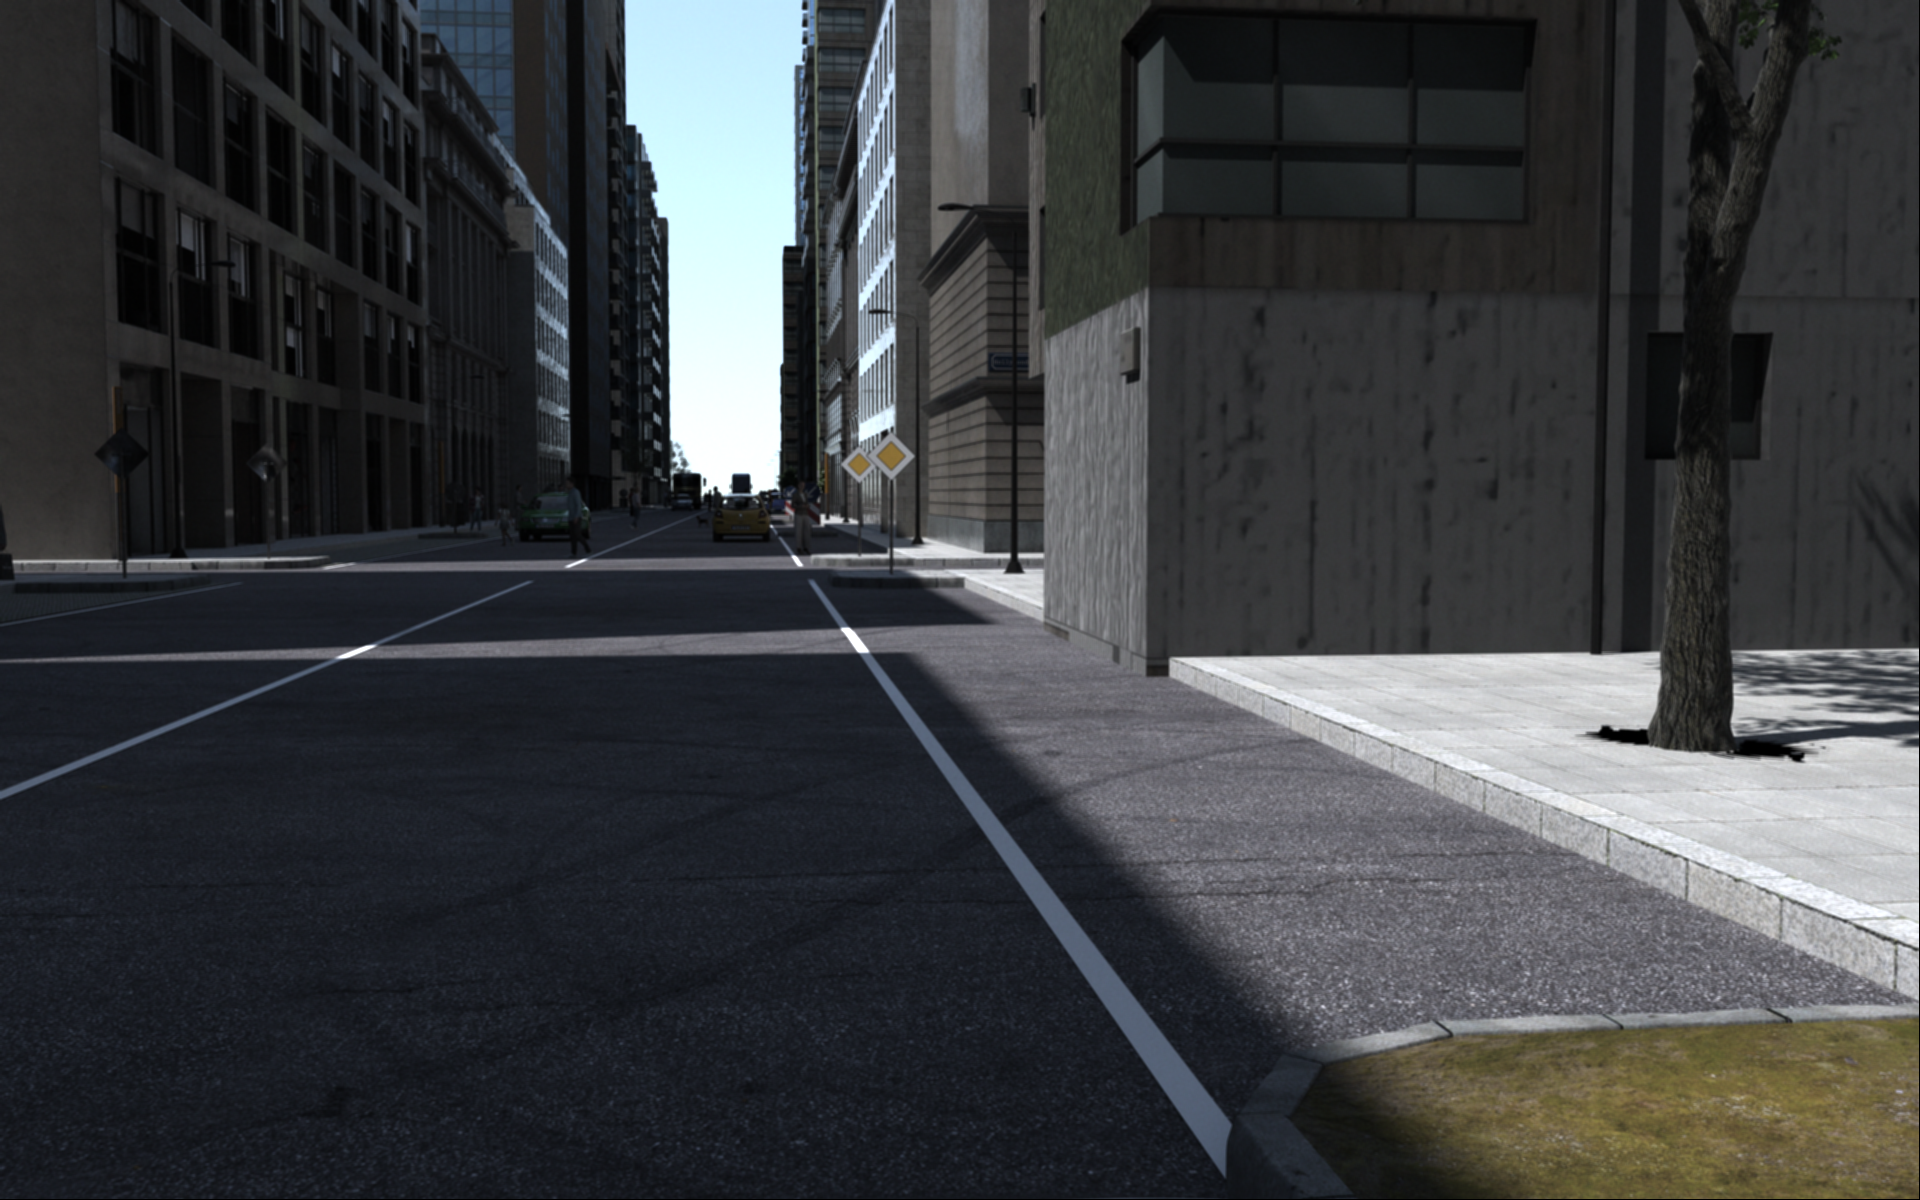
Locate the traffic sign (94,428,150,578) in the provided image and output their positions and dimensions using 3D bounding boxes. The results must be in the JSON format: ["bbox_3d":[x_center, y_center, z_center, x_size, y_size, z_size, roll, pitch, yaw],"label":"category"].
[{"bbox_3d":[-12.711,-1.386,26.304,0.795,2.450,0.064,0,4,-7],"label":"traffic sign"}]

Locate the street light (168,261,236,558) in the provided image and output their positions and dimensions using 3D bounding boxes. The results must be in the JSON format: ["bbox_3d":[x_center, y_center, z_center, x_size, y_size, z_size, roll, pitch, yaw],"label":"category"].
[{"bbox_3d":[-15.106,-3.792,34.547,1.470,5.913,1.316,0,4,-7],"label":"street light"}]

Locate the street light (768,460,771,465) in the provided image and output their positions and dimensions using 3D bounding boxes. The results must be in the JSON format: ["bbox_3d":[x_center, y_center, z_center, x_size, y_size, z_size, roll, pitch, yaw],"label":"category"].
[{"bbox_3d":[-25.074,-16.092,235.651,1.470,5.913,1.316,0,4,-7],"label":"street light"}]

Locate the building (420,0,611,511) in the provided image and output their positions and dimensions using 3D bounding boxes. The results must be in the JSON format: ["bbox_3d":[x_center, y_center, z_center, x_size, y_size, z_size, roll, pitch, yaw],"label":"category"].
[{"bbox_3d":[-36.855,-30.213,144.088,14.600,45.320,14.200,0,4,-7],"label":"building"}]

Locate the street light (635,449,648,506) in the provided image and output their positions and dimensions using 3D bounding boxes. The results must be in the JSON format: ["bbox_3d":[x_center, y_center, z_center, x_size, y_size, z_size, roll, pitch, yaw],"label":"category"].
[{"bbox_3d":[-32.617,-12.515,177.158,1.470,5.913,1.316,0,4,-7],"label":"street light"}]

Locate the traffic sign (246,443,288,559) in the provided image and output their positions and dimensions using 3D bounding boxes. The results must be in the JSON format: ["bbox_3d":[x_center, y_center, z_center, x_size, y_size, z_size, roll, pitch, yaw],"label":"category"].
[{"bbox_3d":[-13.681,-1.871,34.231,0.795,2.450,0.064,0,4,-7],"label":"traffic sign"}]

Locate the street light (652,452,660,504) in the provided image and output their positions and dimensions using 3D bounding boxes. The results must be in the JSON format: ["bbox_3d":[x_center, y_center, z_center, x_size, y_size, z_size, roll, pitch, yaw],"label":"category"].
[{"bbox_3d":[-34.472,-13.447,192.402,1.470,5.913,1.316,0,4,-7],"label":"street light"}]

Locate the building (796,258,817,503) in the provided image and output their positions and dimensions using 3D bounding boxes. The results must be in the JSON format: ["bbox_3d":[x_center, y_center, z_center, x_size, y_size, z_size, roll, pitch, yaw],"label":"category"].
[{"bbox_3d":[0.760,-18.231,143.121,27.650,21.520,28.899,0,4,-7],"label":"building"}]

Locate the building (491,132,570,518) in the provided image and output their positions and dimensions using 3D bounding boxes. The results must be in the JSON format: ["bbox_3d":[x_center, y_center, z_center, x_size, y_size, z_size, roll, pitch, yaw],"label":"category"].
[{"bbox_3d":[-28.563,-14.944,99.079,10.420,20.320,16.860,0,4,-7],"label":"building"}]

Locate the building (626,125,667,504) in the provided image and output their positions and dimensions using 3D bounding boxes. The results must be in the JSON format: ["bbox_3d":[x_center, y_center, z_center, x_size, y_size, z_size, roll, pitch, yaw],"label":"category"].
[{"bbox_3d":[-50.691,-37.021,224.902,23.786,49.044,30.456,0,4,-7],"label":"building"}]

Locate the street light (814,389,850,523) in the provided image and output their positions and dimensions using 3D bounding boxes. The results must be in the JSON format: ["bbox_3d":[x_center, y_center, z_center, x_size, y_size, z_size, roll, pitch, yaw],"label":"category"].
[{"bbox_3d":[-5.611,-6.382,76.887,1.470,5.913,1.316,0,4,-7],"label":"street light"}]

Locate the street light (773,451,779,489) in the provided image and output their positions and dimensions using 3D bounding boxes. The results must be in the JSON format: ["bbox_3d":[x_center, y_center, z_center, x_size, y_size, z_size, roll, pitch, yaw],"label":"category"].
[{"bbox_3d":[-19.052,-13.077,186.350,1.470,5.913,1.316,0,4,-7],"label":"street light"}]

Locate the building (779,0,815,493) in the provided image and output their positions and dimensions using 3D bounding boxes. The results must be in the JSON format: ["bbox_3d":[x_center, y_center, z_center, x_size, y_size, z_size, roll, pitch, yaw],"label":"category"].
[{"bbox_3d":[-15.170,-57.518,253.089,22.319,86.520,31.000,0,4,-7],"label":"building"}]

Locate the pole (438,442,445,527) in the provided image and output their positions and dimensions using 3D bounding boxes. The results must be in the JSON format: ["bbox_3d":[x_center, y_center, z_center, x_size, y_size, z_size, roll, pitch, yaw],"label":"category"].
[{"bbox_3d":[-20.129,-4.489,67.245,0.158,3.312,0.155,0,3,0],"label":"pole"}]

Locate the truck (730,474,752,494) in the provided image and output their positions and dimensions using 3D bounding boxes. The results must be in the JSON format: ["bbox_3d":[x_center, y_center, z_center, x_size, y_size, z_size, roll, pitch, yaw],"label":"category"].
[{"bbox_3d":[-27.874,-14.162,221.308,2.967,4.110,18.799,0,4,-8],"label":"truck"}]

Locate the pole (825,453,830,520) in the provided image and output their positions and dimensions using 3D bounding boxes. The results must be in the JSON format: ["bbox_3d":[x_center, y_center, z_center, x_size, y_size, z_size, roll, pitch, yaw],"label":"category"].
[{"bbox_3d":[-6.619,-5.658,86.359,0.158,3.312,0.155,0,3,0],"label":"pole"}]

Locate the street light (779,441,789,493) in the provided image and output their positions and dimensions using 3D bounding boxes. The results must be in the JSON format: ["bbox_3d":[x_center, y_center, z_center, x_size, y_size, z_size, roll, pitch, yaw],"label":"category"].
[{"bbox_3d":[-14.937,-11.024,152.787,1.470,5.913,1.316,0,4,-7],"label":"street light"}]

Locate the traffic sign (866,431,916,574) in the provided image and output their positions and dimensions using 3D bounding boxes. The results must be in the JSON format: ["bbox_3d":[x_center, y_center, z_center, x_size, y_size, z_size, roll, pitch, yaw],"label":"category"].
[{"bbox_3d":[-1.101,-1.471,27.699,0.795,2.450,0.064,0,4,-7],"label":"traffic sign"}]

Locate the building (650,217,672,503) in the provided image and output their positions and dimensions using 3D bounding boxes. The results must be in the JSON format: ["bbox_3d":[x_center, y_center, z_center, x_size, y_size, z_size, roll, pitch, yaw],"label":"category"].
[{"bbox_3d":[-48.948,-34.520,247.991,14.154,41.232,14.086,0,4,-7],"label":"building"}]

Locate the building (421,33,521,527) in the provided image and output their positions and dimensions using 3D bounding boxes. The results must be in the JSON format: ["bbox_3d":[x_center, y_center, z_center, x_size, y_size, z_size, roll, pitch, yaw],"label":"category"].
[{"bbox_3d":[-28.024,-14.447,78.002,13.314,21.916,24.055,0,4,-7],"label":"building"}]

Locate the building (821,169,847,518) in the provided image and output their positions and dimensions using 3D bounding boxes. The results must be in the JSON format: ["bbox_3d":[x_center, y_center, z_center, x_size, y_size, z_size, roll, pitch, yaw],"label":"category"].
[{"bbox_3d":[-2.886,-15.467,102.030,9.793,20.994,18.267,0,4,-7],"label":"building"}]

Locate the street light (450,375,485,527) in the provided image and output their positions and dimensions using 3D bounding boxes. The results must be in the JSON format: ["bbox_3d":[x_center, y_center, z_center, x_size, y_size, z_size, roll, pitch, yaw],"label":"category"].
[{"bbox_3d":[-19.267,-5.824,67.766,1.470,5.913,1.316,0,4,-7],"label":"street light"}]

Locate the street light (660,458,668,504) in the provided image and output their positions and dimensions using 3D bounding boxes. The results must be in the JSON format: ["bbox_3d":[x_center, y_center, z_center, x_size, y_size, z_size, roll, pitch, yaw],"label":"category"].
[{"bbox_3d":[-38.575,-15.479,225.628,1.470,5.913,1.316,0,4,-7],"label":"street light"}]

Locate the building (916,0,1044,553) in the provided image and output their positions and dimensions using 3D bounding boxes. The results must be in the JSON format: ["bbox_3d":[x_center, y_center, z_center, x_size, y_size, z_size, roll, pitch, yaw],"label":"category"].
[{"bbox_3d":[16.699,-13.752,43.923,34.723,24.649,14.460,0,4,-7],"label":"building"}]

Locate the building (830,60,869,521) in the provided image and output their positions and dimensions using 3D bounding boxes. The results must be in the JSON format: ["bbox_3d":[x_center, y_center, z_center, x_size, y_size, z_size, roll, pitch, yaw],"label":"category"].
[{"bbox_3d":[1.220,-14.596,80.447,13.314,21.916,24.055,0,4,-7],"label":"building"}]

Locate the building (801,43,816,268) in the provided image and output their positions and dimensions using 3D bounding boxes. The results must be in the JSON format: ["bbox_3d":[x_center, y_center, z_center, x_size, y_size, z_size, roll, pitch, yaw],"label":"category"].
[{"bbox_3d":[-4.233,-33.758,171.553,23.786,49.044,30.456,0,4,-7],"label":"building"}]

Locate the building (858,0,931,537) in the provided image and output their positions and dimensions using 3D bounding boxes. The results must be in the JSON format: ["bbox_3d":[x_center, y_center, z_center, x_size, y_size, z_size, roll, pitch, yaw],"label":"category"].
[{"bbox_3d":[2.250,-12.516,59.395,10.420,20.320,16.860,0,4,-7],"label":"building"}]

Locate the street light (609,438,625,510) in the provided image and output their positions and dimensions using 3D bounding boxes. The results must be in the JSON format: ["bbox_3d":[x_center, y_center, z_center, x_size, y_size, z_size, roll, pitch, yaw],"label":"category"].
[{"bbox_3d":[-28.504,-10.483,143.933,1.470,5.913,1.316,0,4,-7],"label":"street light"}]

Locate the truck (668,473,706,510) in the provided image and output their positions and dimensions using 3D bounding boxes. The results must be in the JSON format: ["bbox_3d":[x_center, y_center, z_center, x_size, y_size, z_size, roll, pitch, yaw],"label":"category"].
[{"bbox_3d":[-25.341,-10.084,160.797,3.469,3.379,9.791,-1,4,-9],"label":"truck"}]

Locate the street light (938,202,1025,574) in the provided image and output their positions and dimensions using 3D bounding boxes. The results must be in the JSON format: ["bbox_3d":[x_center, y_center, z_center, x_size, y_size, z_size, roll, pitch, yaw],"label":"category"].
[{"bbox_3d":[0.341,-3.381,27.825,1.470,5.913,1.316,0,4,-7],"label":"street light"}]

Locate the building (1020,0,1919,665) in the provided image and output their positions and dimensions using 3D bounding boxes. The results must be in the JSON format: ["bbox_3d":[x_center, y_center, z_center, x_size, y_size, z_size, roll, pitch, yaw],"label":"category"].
[{"bbox_3d":[7.598,-15.204,20.291,14.160,30.474,14.107,0,4,-7],"label":"building"}]

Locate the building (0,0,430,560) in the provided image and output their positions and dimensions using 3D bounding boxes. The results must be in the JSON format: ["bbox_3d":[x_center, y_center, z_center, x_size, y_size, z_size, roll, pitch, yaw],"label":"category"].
[{"bbox_3d":[-28.092,-14.928,48.590,19.350,26.468,34.151,0,4,-7],"label":"building"}]

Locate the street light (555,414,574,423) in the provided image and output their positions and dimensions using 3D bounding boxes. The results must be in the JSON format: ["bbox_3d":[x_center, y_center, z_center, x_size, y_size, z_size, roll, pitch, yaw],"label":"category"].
[{"bbox_3d":[-23.368,-7.856,100.993,1.470,5.913,1.316,0,4,-7],"label":"street light"}]

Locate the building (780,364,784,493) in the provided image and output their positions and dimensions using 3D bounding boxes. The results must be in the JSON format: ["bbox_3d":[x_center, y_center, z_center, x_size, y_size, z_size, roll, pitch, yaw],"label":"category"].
[{"bbox_3d":[-9.254,-23.281,225.678,27.650,21.520,28.899,0,4,-7],"label":"building"}]

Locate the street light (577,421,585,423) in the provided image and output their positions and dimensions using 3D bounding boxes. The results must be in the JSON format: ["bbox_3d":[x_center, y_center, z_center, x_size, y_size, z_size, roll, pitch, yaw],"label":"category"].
[{"bbox_3d":[-24.441,-8.399,109.862,1.470,5.913,1.316,0,4,-7],"label":"street light"}]

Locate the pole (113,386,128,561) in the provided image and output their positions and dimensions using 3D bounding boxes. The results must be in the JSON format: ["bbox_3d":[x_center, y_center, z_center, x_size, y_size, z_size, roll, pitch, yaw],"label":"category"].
[{"bbox_3d":[-15.984,-2.392,32.958,0.158,3.312,0.155,0,3,0],"label":"pole"}]

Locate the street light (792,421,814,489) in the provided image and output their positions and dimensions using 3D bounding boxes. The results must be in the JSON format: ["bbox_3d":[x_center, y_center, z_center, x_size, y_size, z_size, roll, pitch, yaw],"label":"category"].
[{"bbox_3d":[-9.825,-8.429,110.349,1.470,5.913,1.316,0,4,-7],"label":"street light"}]

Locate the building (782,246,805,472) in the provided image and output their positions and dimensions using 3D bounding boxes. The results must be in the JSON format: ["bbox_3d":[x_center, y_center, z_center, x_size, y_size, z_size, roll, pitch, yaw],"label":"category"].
[{"bbox_3d":[-13.759,-26.393,203.233,14.160,30.474,14.107,0,4,-7],"label":"building"}]

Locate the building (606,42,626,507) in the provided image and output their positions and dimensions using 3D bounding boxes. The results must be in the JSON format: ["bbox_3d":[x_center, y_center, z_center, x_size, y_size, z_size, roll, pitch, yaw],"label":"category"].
[{"bbox_3d":[-43.788,-31.210,164.913,22.147,44.769,28.867,0,4,-7],"label":"building"}]

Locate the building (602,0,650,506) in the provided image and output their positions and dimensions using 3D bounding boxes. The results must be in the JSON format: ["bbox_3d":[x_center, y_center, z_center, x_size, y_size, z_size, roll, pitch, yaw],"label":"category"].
[{"bbox_3d":[-46.679,-46.531,199.040,20.563,71.187,20.611,0,4,-7],"label":"building"}]

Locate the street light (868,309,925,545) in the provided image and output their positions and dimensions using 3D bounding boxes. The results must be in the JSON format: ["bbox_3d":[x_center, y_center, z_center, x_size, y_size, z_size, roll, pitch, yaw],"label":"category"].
[{"bbox_3d":[-1.607,-4.349,43.648,1.470,5.913,1.316,0,4,-7],"label":"street light"}]

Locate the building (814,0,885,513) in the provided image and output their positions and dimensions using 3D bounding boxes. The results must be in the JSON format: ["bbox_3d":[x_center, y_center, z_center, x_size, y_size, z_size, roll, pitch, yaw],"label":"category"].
[{"bbox_3d":[-3.086,-26.718,120.439,14.154,41.232,14.086,0,4,-7],"label":"building"}]

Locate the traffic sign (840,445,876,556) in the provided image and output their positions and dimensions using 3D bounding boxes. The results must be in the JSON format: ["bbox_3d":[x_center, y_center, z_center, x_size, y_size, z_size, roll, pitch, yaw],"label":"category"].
[{"bbox_3d":[-2.071,-1.956,35.625,0.795,2.450,0.064,0,4,-7],"label":"traffic sign"}]
